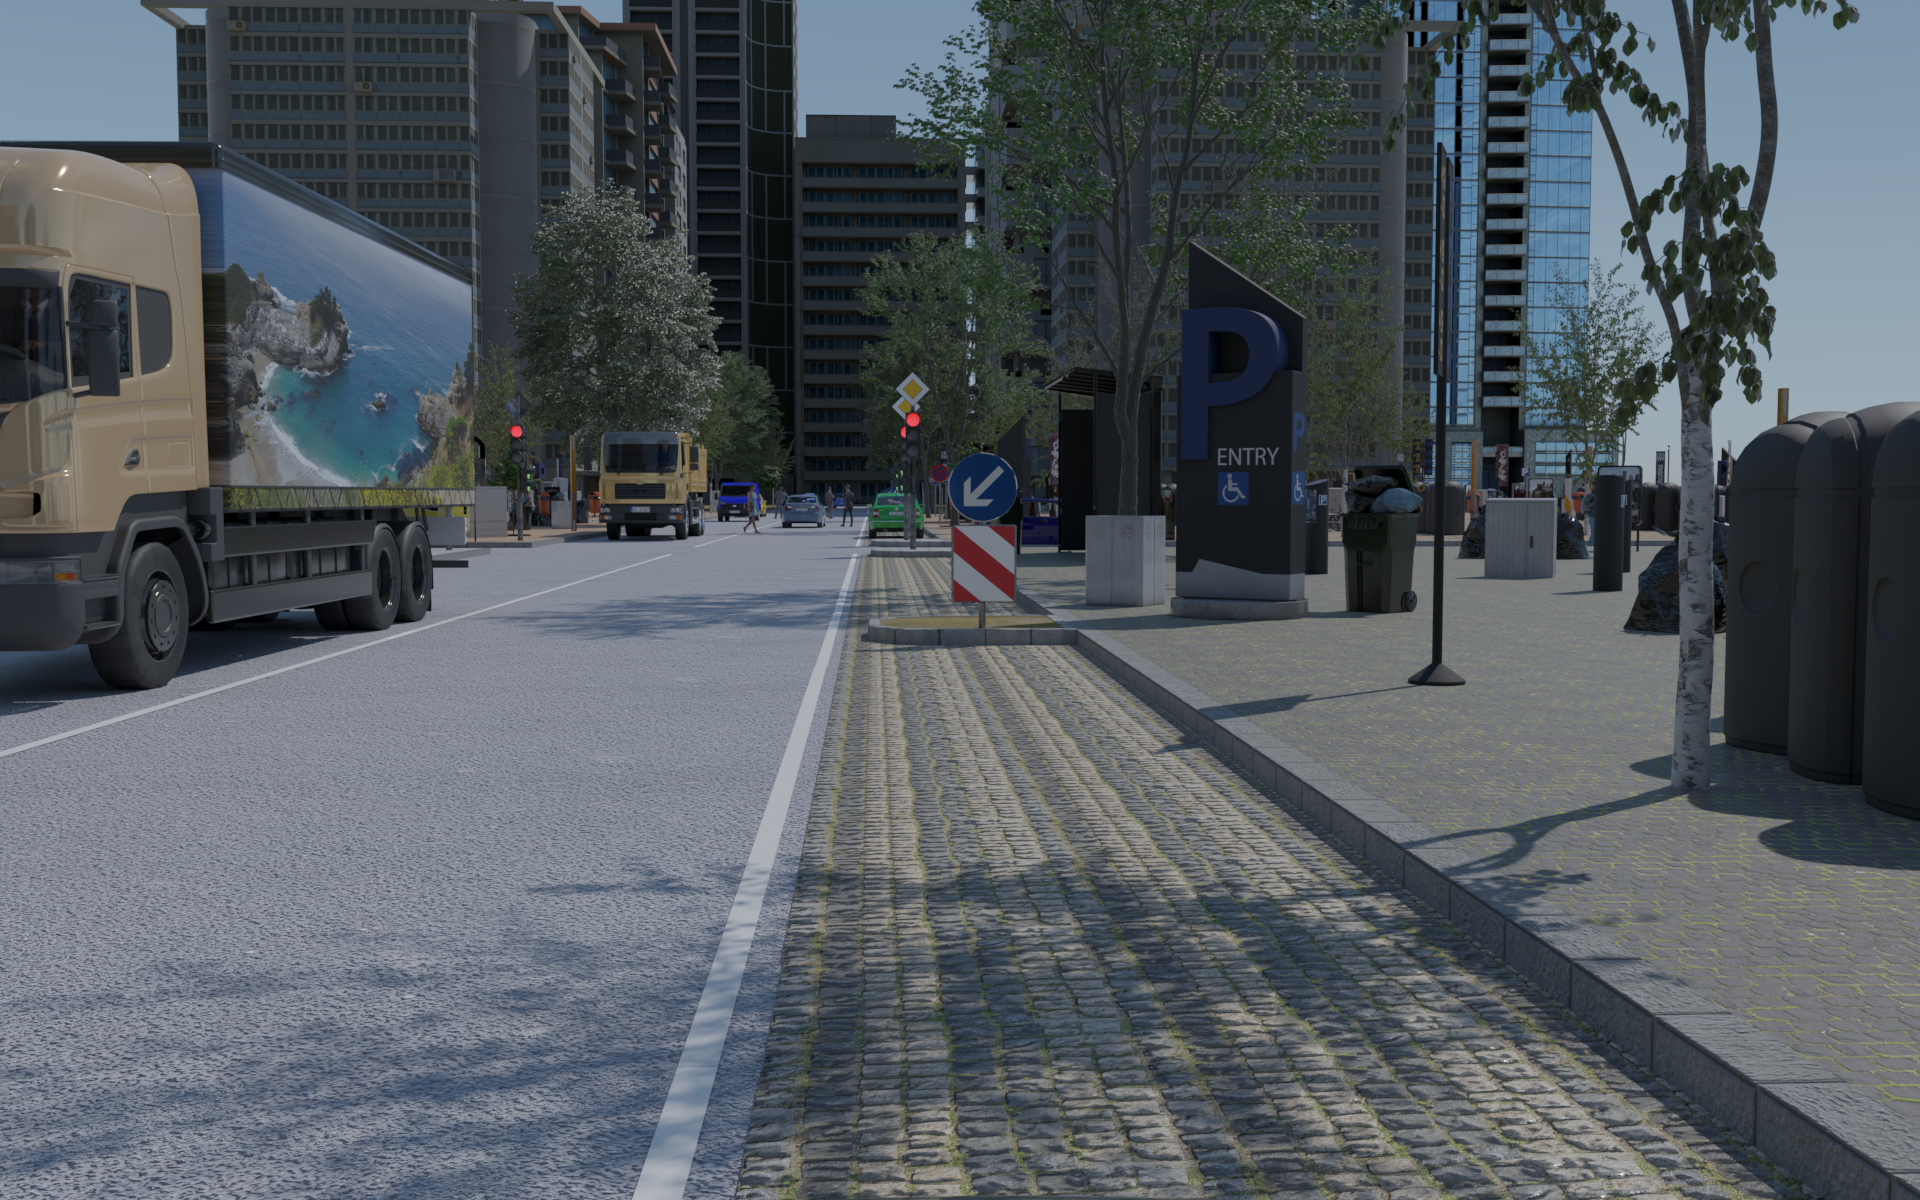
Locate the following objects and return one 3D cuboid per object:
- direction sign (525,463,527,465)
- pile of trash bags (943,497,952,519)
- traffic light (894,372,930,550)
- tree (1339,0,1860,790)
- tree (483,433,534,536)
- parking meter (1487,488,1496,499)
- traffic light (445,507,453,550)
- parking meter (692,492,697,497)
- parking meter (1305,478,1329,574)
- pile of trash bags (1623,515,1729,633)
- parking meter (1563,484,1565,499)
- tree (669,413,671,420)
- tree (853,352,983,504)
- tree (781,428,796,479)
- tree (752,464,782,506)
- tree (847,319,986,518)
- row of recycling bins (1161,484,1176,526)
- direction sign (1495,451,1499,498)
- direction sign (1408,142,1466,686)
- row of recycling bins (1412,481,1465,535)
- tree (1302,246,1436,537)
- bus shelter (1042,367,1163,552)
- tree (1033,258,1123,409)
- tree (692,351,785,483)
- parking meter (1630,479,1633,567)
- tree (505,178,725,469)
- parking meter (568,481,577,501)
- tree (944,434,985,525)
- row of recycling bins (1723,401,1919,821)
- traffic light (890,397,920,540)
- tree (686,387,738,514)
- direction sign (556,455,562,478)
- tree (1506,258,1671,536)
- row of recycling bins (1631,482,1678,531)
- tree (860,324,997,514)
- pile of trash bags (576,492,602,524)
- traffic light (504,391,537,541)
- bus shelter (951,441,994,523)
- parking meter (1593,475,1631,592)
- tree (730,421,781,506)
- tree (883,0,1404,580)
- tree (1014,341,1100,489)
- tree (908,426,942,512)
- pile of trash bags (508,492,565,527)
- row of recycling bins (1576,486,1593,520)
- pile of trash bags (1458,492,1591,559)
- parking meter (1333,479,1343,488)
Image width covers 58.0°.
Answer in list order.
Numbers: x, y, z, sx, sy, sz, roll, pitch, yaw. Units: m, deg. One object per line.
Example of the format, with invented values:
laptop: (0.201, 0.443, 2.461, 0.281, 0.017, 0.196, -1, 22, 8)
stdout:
direction sign: (-23.562, -6.172, 92.903, 0.876, 3.537, 0.379, 2, 4, 24)
pile of trash bags: (-0.007, -4.834, 88.781, 1.912, 1.369, 3.447, 1, 4, 12)
traffic light: (-1.107, -3.124, 39.997, 0.839, 4.253, 0.868, 0, 4, -3)
tree: (2.960, -3.483, 7.317, 4.360, 8.622, 3.978, 0, 3, 0)
tree: (-13.665, -3.574, 53.033, 1.663, 3.219, 1.824, 0, 3, 0)
parking meter: (23.888, -4.248, 77.862, 0.372, 1.533, 0.369, 0, 3, 0)
traffic light: (-11.654, -3.091, 39.456, 0.839, 4.253, 0.868, 0, 4, -3)
parking meter: (-16.275, -5.970, 106.025, 0.372, 1.533, 0.369, 0, 3, 0)
parking meter: (5.717, -1.183, 27.758, 0.372, 1.533, 0.369, 0, 3, 0)
pile of trash bags: (8.103, -0.429, 16.767, 3.447, 1.369, 1.912, -3, 4, -37)
parking meter: (42.204, -7.022, 120.527, 0.255, 1.863, 0.399, 3, 4, 36)
tree: (-17.191, -12.062, 122.971, 9.928, 11.665, 9.643, 0, 3, 0)
tree: (-3.410, -13.800, 135.994, 12.009, 13.543, 11.850, 0, 3, 0)
tree: (-19.527, -14.215, 182.772, 4.360, 8.622, 3.978, 0, 3, 0)
tree: (-18.996, -11.326, 168.891, 4.285, 4.588, 4.351, 0, 3, 0)
tree: (-2.002, -9.658, 92.316, 7.601, 10.594, 8.767, 1, 4, 20)
row of recycling bins: (8.193, -3.919, 71.192, 1.069, 1.692, 3.534, -1, 4, -14)
direction sign: (28.493, -6.098, 91.701, 0.379, 3.537, 0.876, 0, 4, -3)
direction sign: (3.233, -1.201, 11.640, 0.379, 3.537, 0.876, 1, 4, 21)
row of recycling bins: (15.381, -2.952, 55.380, 1.069, 1.692, 3.534, 0, 4, 2)
tree: (11.280, -6.187, 51.519, 4.737, 8.622, 4.395, 0, 3, 0)
bus shelter: (2.815, -2.679, 35.093, 1.731, 3.624, 6.357, 0, 4, -3)
tree: (4.649, -6.225, 52.149, 4.360, 8.622, 3.978, 0, 3, 0)
tree: (-17.717, -13.412, 137.415, 7.486, 12.596, 7.792, 0, 3, 0)
parking meter: (10.798, -1.220, 28.363, 0.372, 1.533, 0.369, 0, 3, 0)
tree: (-13.752, -10.004, 70.226, 9.857, 13.997, 8.962, 0, 3, 0)
parking meter: (-17.385, -4.402, 77.687, 0.399, 1.863, 0.255, 0, 4, -7)
tree: (0.442, -3.743, 55.797, 1.663, 3.219, 1.824, 0, 3, 0)
row of recycling bins: (4.231, -0.015, 7.351, 1.069, 1.692, 3.534, 0, 4, 3)
traffic light: (-1.506, -3.612, 47.972, 0.839, 4.253, 0.868, 0, 4, -3)
tree: (-16.656, -10.009, 114.002, 4.737, 8.622, 4.395, 0, 3, 0)
direction sign: (-23.505, -6.704, 101.605, 0.379, 3.537, 0.876, -3, 4, -36)
tree: (19.131, -6.297, 53.318, 4.737, 8.622, 4.395, 0, 3, 0)
row of recycling bins: (24.391, -3.257, 60.372, 1.069, 1.692, 3.534, -2, 4, -30)
tree: (-2.009, -12.057, 114.141, 9.611, 12.733, 9.660, 0, 3, 0)
pile of trash bags: (-16.730, -3.994, 75.057, 3.447, 1.369, 1.912, 3, 4, 38)
traffic light: (-12.053, -3.579, 47.431, 0.839, 4.253, 0.868, 0, 4, -3)
bus shelter: (0.577, -5.389, 79.385, 1.731, 3.624, 6.357, 0, 4, -3)
parking meter: (8.590, -0.888, 22.931, 0.372, 1.533, 0.369, 0, 3, 0)
tree: (-18.960, -12.524, 155.122, 4.360, 8.622, 3.978, 0, 3, 0)
tree: (2.546, -6.104, 25.554, 9.928, 11.665, 9.643, 0, 3, 0)
tree: (5.022, -8.156, 83.705, 4.737, 8.622, 4.395, 0, 3, 0)
tree: (-2.591, -10.607, 123.791, 4.737, 8.622, 4.395, 0, 3, 0)
pile of trash bags: (-16.809, -3.611, 68.795, 1.912, 1.369, 3.447, -2, 4, -26)
row of recycling bins: (30.944, -4.687, 83.737, 1.069, 1.692, 3.534, -1, 4, -11)
pile of trash bags: (11.869, -1.526, 34.700, 3.447, 1.369, 1.912, -1, 4, -18)
parking meter: (15.126, -3.891, 69.328, 0.255, 1.863, 0.399, -2, 4, -34)
